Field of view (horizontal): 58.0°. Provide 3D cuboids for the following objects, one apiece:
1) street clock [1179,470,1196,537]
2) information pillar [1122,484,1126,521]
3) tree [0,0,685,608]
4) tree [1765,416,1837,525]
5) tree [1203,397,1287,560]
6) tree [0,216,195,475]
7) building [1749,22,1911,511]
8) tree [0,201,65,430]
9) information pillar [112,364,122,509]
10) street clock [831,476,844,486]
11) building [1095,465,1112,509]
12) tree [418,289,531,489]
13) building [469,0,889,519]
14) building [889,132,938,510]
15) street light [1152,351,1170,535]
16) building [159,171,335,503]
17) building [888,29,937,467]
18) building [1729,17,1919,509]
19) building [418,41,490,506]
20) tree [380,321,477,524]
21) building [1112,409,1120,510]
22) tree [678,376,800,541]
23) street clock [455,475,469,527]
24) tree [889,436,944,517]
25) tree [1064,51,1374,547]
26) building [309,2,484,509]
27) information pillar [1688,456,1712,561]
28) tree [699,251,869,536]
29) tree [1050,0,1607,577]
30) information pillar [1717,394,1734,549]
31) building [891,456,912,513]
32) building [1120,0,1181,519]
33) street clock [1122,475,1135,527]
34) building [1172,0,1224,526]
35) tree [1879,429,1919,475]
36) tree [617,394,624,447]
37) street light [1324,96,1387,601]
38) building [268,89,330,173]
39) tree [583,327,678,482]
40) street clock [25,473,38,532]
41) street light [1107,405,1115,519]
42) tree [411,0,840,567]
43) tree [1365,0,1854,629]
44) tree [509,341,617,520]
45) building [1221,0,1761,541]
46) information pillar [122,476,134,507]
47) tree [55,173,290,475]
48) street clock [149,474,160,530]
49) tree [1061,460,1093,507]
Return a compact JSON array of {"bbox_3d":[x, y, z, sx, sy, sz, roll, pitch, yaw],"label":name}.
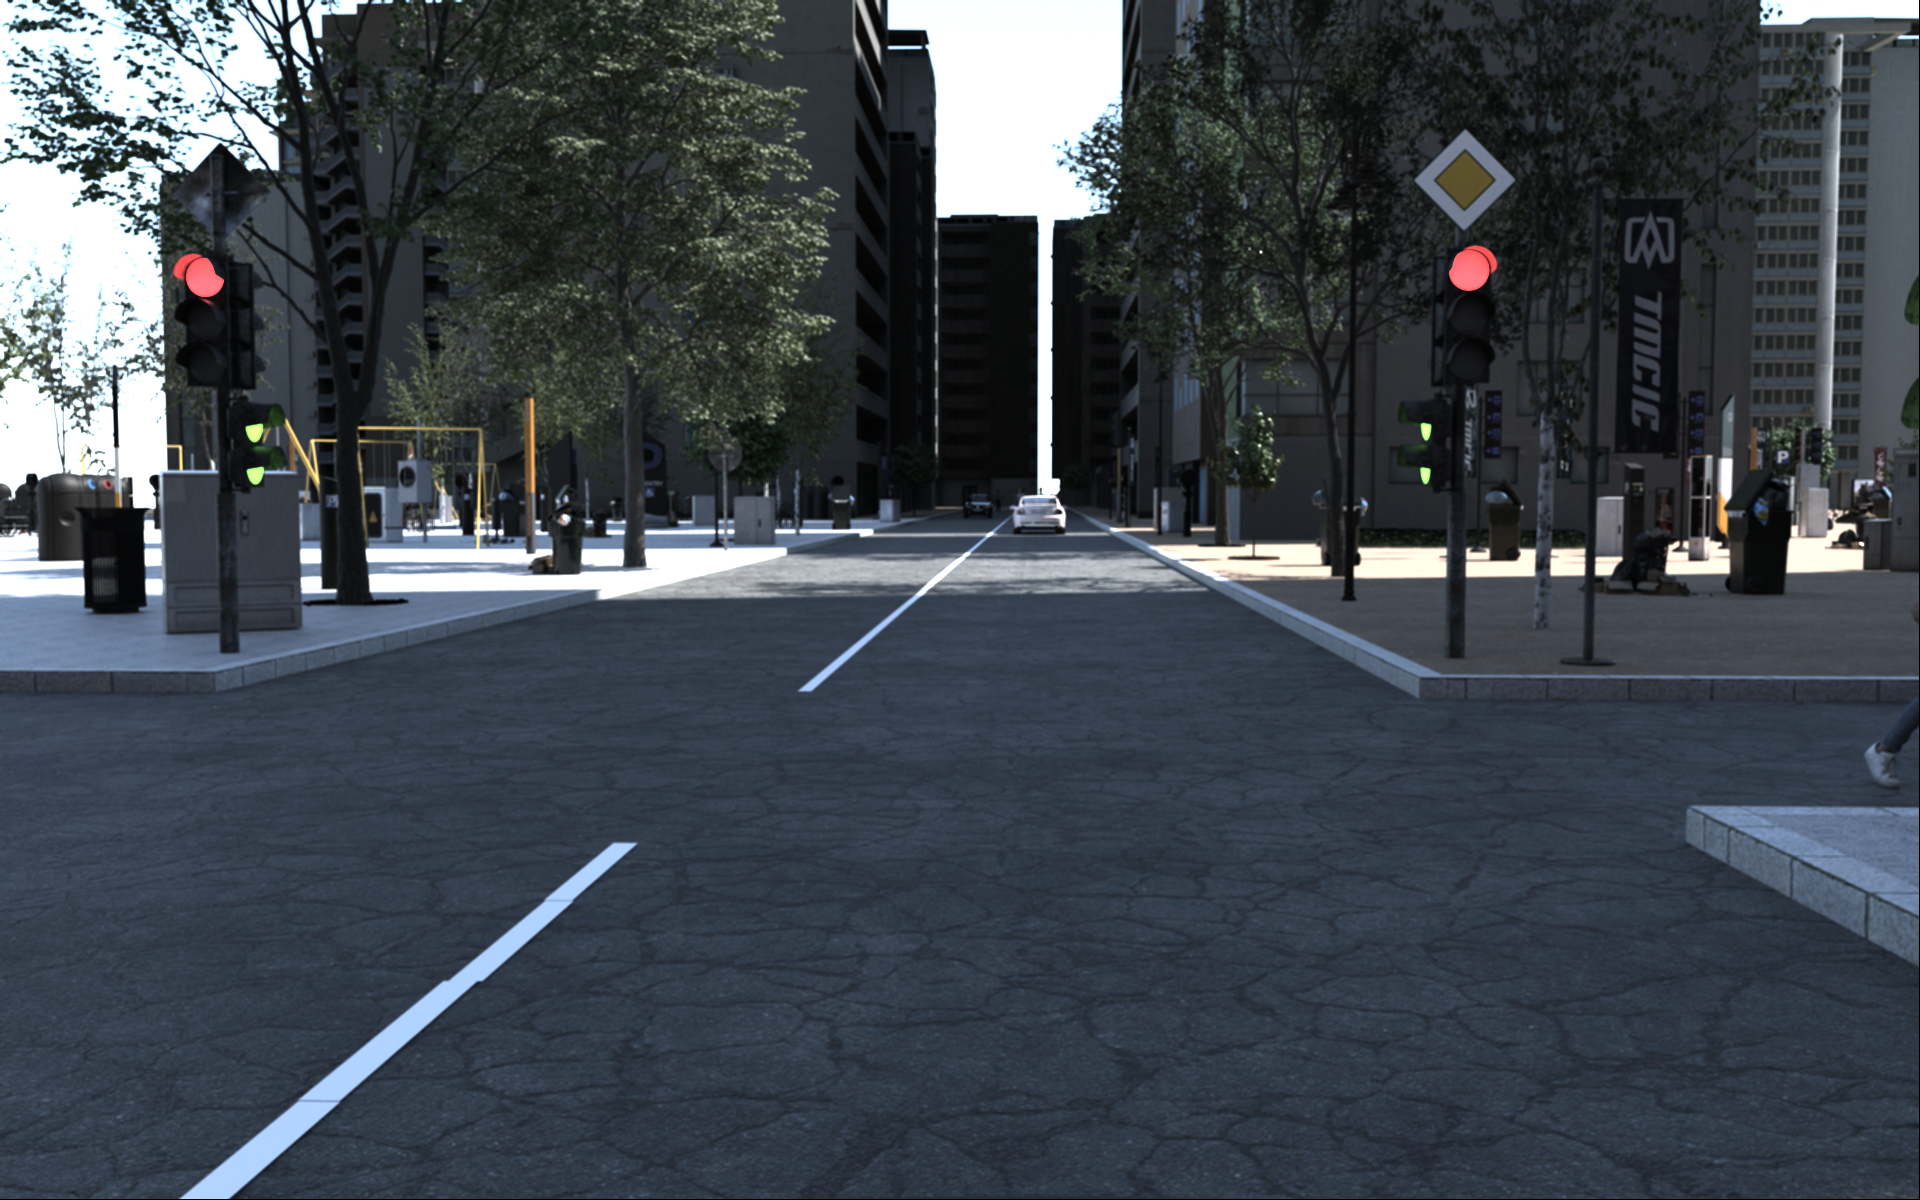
[{"bbox_3d":[6.822,-2.899,51.970,0.471,2.002,0.358,-1,4,-14],"label":"street clock"},{"bbox_3d":[7.719,-4.766,82.413,0.304,2.012,0.304,1,4,13],"label":"information pillar"},{"bbox_3d":[-7.030,-5.763,19.982,9.928,11.665,9.643,0,3,0],"label":"tree"},{"bbox_3d":[35.195,-5.446,72.756,4.285,4.588,4.351,0,3,0],"label":"tree"},{"bbox_3d":[5.876,-2.416,34.095,1.663,3.219,1.824,0,3,0],"label":"tree"},{"bbox_3d":[-24.031,-5.898,46.790,4.360,8.622,3.978,0,3,0],"label":"tree"},{"bbox_3d":[58.533,-27.629,143.621,23.993,40.220,32.217,0,4,3],"label":"building"},{"bbox_3d":[-23.685,-5.540,40.940,4.737,8.622,4.395,0,3,0],"label":"tree"},{"bbox_3d":[-15.148,-2.433,31.128,0.183,3.616,0.504,-2,4,-24],"label":"information pillar"},{"bbox_3d":[-4.809,-3.872,67.869,0.471,2.002,0.358,-2,4,-25],"label":"street clock"},{"bbox_3d":[22.519,-43.537,150.080,20.563,71.187,20.611,0,4,3],"label":"building"},{"bbox_3d":[-17.715,-6.878,62.819,4.360,8.622,3.978,0,3,0],"label":"tree"},{"bbox_3d":[-15.633,-29.113,99.695,21.300,48.544,21.600,0,4,3],"label":"building"},{"bbox_3d":[-9.412,-22.428,138.400,14.160,30.474,14.107,0,4,3],"label":"building"},{"bbox_3d":[6.271,-4.979,54.187,0.468,5.910,1.993,0,4,3],"label":"street light"},{"bbox_3d":[-62.862,-23.666,158.644,14.107,30.474,14.160,0,4,3],"label":"building"},{"bbox_3d":[-9.155,-28.889,155.926,14.086,41.232,14.154,0,4,3],"label":"building"},{"bbox_3d":[78.276,-28.676,152.441,14.086,41.232,14.154,0,4,3],"label":"building"},{"bbox_3d":[-28.913,-27.889,147.869,23.993,40.220,32.217,0,4,3],"label":"building"},{"bbox_3d":[-22.077,-7.490,72.816,4.737,8.622,4.395,0,3,0],"label":"tree"},{"bbox_3d":[22.938,-49.611,123.811,22.319,86.520,31.000,0,4,3],"label":"building"},{"bbox_3d":[-5.960,-3.911,47.655,4.285,4.588,4.351,0,3,0],"label":"tree"},{"bbox_3d":[-19.330,-3.833,67.241,0.471,2.002,0.358,0,4,5],"label":"street clock"},{"bbox_3d":[-2.623,-6.988,97.968,4.285,4.588,4.351,0,3,0],"label":"tree"},{"bbox_3d":[6.226,-7.104,41.902,9.928,11.665,9.643,0,3,0],"label":"tree"},{"bbox_3d":[-48.751,-30.997,156.912,14.200,45.320,14.600,0,4,3],"label":"building"},{"bbox_3d":[14.194,-1.757,33.215,0.304,2.012,0.304,3,5,44],"label":"information pillar"},{"bbox_3d":[-4.956,-6.302,53.405,4.737,8.622,4.395,0,3,0],"label":"tree"},{"bbox_3d":[5.880,-5.662,26.981,8.767,10.594,7.601,-1,4,-10],"label":"tree"},{"bbox_3d":[17.827,-2.996,40.335,0.504,3.616,0.183,-3,4,-37],"label":"information pillar"},{"bbox_3d":[-13.926,-41.698,120.014,20.563,71.187,20.611,0,4,3],"label":"building"},{"bbox_3d":[20.374,-29.045,98.593,21.300,48.544,21.600,0,4,3],"label":"building"},{"bbox_3d":[6.543,-3.840,67.362,0.471,2.002,0.358,0,4,8],"label":"street clock"},{"bbox_3d":[16.885,-26.008,75.344,14.600,45.320,14.200,0,4,3],"label":"building"},{"bbox_3d":[27.824,-3.431,50.706,1.663,3.219,1.824,0,3,0],"label":"tree"},{"bbox_3d":[-17.953,-8.188,84.243,4.737,8.622,4.395,0,3,0],"label":"tree"},{"bbox_3d":[4.683,-2.929,20.673,0.468,5.910,1.993,0,4,3],"label":"street light"},{"bbox_3d":[-58.805,-32.600,187.636,28.867,44.769,22.147,0,4,3],"label":"building"},{"bbox_3d":[-13.160,-7.351,70.550,4.360,8.622,3.978,0,3,0],"label":"tree"},{"bbox_3d":[-31.542,-3.323,58.904,0.358,2.002,0.471,0,4,-4],"label":"street clock"},{"bbox_3d":[7.673,-7.057,88.170,0.468,5.910,1.993,0,4,3],"label":"street light"},{"bbox_3d":[-6.145,-6.867,30.409,7.486,12.596,7.792,0,3,0],"label":"tree"},{"bbox_3d":[5.782,-4.027,16.198,4.360,8.622,3.978,0,3,0],"label":"tree"},{"bbox_3d":[-18.722,-7.871,79.058,4.737,8.622,4.395,0,3,0],"label":"tree"},{"bbox_3d":[15.088,-22.620,53.426,14.154,41.232,14.086,0,4,3],"label":"building"},{"bbox_3d":[-33.877,-4.042,70.570,0.304,2.012,0.304,2,4,34],"label":"information pillar"},{"bbox_3d":[-17.355,-5.469,39.784,4.360,8.622,3.978,0,3,0],"label":"tree"},{"bbox_3d":[-28.884,-3.531,62.297,0.358,2.002,0.471,2,4,34],"label":"street clock"},{"bbox_3d":[11.176,-11.148,165.984,4.285,4.588,4.351,0,3,0],"label":"tree"}]
